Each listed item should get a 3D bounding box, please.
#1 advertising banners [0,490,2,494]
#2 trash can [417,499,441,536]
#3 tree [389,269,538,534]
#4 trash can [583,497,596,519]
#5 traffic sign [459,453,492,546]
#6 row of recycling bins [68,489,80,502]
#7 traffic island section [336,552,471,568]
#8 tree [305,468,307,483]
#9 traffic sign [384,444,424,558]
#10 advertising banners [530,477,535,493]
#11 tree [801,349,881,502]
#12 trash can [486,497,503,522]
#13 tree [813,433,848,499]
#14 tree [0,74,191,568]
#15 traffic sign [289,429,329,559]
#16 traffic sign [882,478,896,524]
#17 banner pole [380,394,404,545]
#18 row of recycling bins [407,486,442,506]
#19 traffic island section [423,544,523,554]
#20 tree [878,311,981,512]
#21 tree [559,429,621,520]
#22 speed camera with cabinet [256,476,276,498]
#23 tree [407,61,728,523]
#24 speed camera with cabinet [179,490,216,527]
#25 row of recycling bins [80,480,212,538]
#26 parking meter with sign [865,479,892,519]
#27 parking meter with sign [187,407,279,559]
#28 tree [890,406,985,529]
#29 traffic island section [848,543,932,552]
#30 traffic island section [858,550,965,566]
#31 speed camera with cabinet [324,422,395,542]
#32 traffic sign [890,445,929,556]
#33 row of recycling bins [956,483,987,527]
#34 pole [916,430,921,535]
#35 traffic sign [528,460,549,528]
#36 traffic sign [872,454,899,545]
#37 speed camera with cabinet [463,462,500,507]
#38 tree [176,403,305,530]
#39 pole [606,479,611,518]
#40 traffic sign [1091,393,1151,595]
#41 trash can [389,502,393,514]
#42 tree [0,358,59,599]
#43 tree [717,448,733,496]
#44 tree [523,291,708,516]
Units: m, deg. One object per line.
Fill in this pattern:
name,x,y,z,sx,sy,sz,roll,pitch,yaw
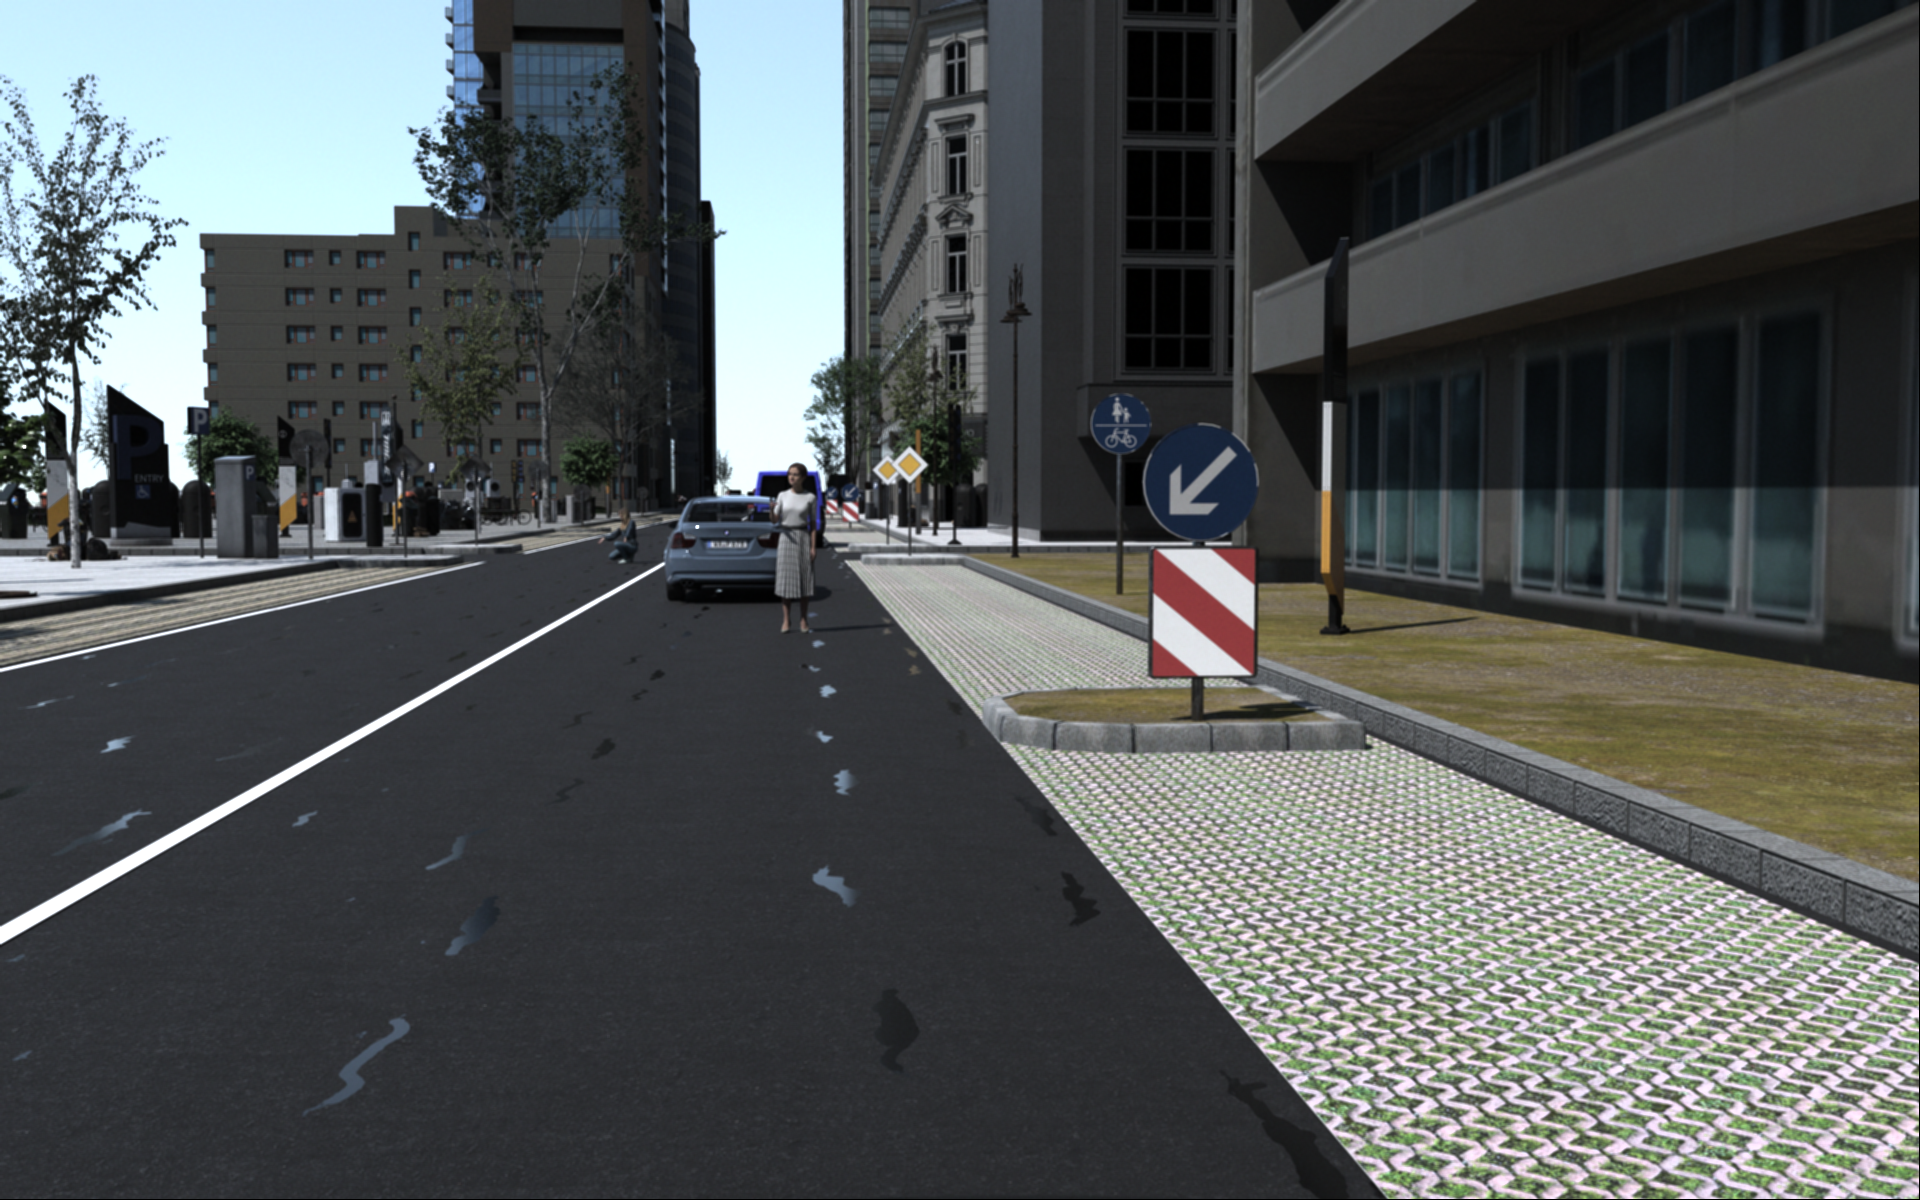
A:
advertising banners,-41.933,-4.860,75.648,0.090,3.025,2.074,-2,4,-25
trash can,-16.392,-2.559,53.489,0.748,1.137,0.748,0,3,0
tree,-15.898,-6.464,56.047,4.737,8.622,4.395,0,3,0
trash can,-19.245,-4.787,89.924,0.748,1.137,0.748,0,3,0
traffic sign,-11.978,-2.398,42.857,0.795,2.450,0.064,0,4,-6
row of recycling bins,-56.339,-6.469,112.873,3.534,1.692,1.069,-3,5,-42
traffic island section,-11.213,-0.776,34.970,2.009,0.180,2.903,0,4,-6
tree,-39.784,-7.219,101.752,4.285,4.588,4.351,0,3,0
traffic sign,-11.191,-1.912,34.910,0.795,2.450,0.064,0,4,-6
advertising banners,-28.169,-7.333,116.076,0.090,3.025,2.074,2,4,27
tree,-7.498,-12.086,123.361,9.928,11.665,9.643,0,3,0
trash can,-21.612,-4.207,80.433,0.748,1.137,0.748,0,3,0
tree,-15.371,-15.511,203.973,4.737,8.622,4.395,0,3,0
tree,-15.539,-4.850,29.663,4.360,8.622,3.978,0,3,0
traffic sign,-12.810,-2.079,34.105,0.768,2.556,0.104,0,4,-3
traffic sign,-3.003,-4.358,73.387,0.606,2.300,0.079,0,4,-1
banner pole,-14.374,-3.284,43.719,0.863,3.779,0.401,3,5,40
row of recycling bins,-28.448,-5.212,92.327,1.069,1.692,3.534,0,4,4
traffic island section,-12.001,-1.262,42.916,2.009,0.180,2.903,0,4,-6
tree,-1.524,-7.289,69.531,4.737,8.622,4.395,0,3,0
tree,-18.630,-6.316,86.984,4.285,4.588,4.351,0,3,0
speed camera with cabinet,-32.909,-5.308,81.129,0.660,3.252,2.038,1,4,13
tree,-16.818,-13.404,75.045,12.611,20.169,13.585,0,3,0
speed camera with cabinet,-29.834,-4.533,68.445,2.038,3.252,0.660,-1,4,-22
row of recycling bins,-23.585,-2.656,50.546,3.534,1.692,1.069,0,4,4
parking meter with sign,-4.118,-5.676,89.057,0.543,3.016,1.738,3,5,45
parking meter with sign,-14.454,-2.342,34.549,1.738,3.016,0.543,1,4,15
tree,-0.892,-4.871,63.352,4.285,4.588,4.351,0,3,0
traffic island section,-1.809,-1.323,43.918,2.009,0.180,2.903,0,4,-6
traffic island section,-1.021,-0.837,35.971,2.009,0.180,2.903,0,4,-6
speed camera with cabinet,-16.193,-3.210,46.821,0.660,3.252,2.038,2,4,30
traffic sign,-1.044,-1.972,35.892,0.795,2.450,0.064,0,4,-6
row of recycling bins,1.228,-3.708,67.734,3.534,1.692,1.069,-3,5,-42
pole,-1.316,-3.735,54.907,0.158,3.312,0.155,0,3,0
traffic sign,-15.911,-3.992,65.379,0.768,2.556,0.104,0,4,1
traffic sign,-1.832,-2.458,43.838,0.795,2.450,0.064,0,4,-6
speed camera with cabinet,-29.556,-6.904,107.212,2.038,3.252,0.660,-3,4,-38
tree,-26.447,-4.809,62.343,4.285,4.588,4.351,0,3,0
pole,-18.741,-6.020,92.278,0.158,3.312,0.155,0,3,0
traffic sign,2.038,-1.341,22.031,0.768,2.556,0.104,0,4,-1
trash can,-29.030,-4.730,88.984,0.748,1.137,0.748,0,3,0
tree,-11.923,-1.638,21.380,1.663,3.219,1.824,0,3,0
tree,-37.655,-19.803,274.140,4.737,8.622,4.395,0,3,0
tree,-20.126,-11.742,102.348,12.009,13.543,11.850,0,3,0
